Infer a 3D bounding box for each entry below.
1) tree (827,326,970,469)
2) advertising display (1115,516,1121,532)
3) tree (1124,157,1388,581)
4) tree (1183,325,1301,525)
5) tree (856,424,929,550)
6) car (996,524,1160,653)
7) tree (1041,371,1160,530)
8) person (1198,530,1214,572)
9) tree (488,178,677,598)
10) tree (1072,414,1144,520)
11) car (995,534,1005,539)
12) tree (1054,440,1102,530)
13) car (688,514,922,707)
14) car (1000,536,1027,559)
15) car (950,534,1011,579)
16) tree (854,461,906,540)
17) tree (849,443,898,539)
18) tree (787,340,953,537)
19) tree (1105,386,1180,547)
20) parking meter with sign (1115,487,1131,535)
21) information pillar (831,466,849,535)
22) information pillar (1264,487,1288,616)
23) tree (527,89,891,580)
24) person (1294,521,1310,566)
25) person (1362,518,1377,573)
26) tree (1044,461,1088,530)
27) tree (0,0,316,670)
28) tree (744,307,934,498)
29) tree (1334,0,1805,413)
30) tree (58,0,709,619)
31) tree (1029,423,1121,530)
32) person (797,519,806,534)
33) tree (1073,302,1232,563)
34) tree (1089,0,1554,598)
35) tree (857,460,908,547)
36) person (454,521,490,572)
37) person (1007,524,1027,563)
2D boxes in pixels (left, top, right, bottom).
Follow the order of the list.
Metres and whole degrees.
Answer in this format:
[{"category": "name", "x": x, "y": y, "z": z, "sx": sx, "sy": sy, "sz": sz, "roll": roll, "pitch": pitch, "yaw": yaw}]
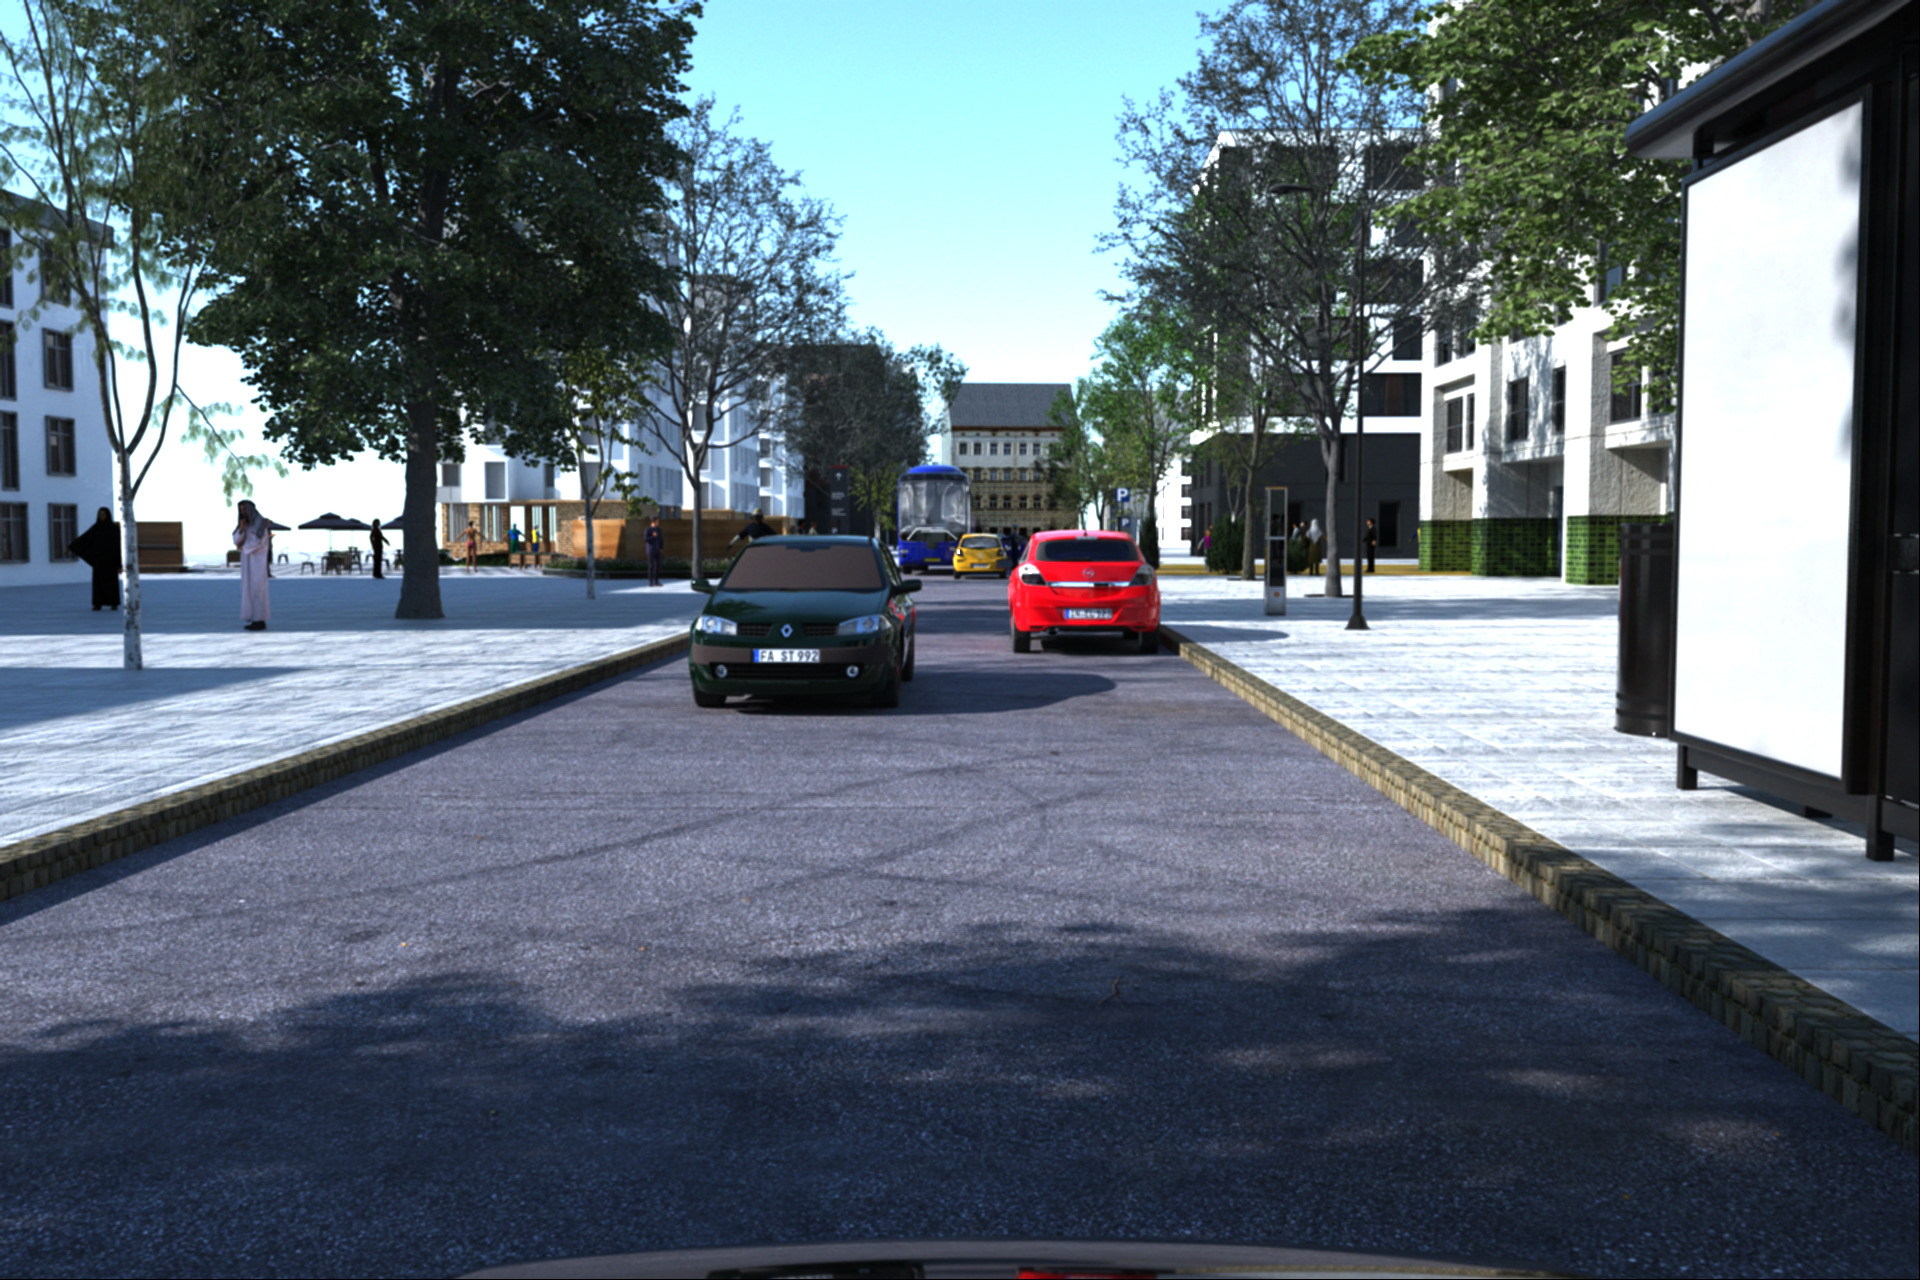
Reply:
[{"category": "tree", "x": -5.793, "y": -18.493, "z": 158.249, "sx": 12.611, "sy": 20.169, "sz": 13.585, "roll": 0, "pitch": 3, "yaw": 0}, {"category": "advertising display", "x": 5.613, "y": -3.447, "z": 61.579, "sx": 0.123, "sy": 1.923, "sz": 0.974, "roll": 0, "pitch": 4, "yaw": 2}, {"category": "tree", "x": 8.092, "y": -7.439, "z": 47.387, "sx": 9.928, "sy": 11.665, "sz": 9.643, "roll": 0, "pitch": 3, "yaw": 0}, {"category": "tree", "x": 9.576, "y": -6.735, "z": 60.475, "sx": 4.360, "sy": 8.622, "sz": 3.978, "roll": 0, "pitch": 3, "yaw": 0}, {"category": "tree", "x": -5.098, "y": -12.748, "z": 142.837, "sx": 7.601, "sy": 10.594, "sz": 8.767, "roll": -3, "pitch": 5, "yaw": -44}, {"category": "car", "x": 1.542, "y": -0.813, "z": 22.335, "sx": 2.155, "sy": 1.783, "sz": 4.494, "roll": 0, "pitch": 4, "yaw": 1}, {"category": "tree", "x": 8.973, "y": -11.326, "z": 110.938, "sx": 9.928, "sy": 11.665, "sz": 9.643, "roll": 0, "pitch": 3, "yaw": 0}, {"category": "person", "x": 8.357, "y": -2.979, "z": 57.974, "sx": 0.991, "sy": 1.433, "sz": 0.599, "roll": -2, "pitch": 4, "yaw": -30}, {"category": "tree", "x": -7.402, "y": -5.119, "z": 34.063, "sx": 4.737, "sy": 8.622, "sz": 4.395, "roll": 0, "pitch": 3, "yaw": 0}, {"category": "tree", "x": 8.912, "y": -8.871, "z": 95.409, "sx": 4.360, "sy": 8.622, "sz": 3.978, "roll": 0, "pitch": 3, "yaw": 0}, {"category": "car", "x": 3.503, "y": -9.057, "z": 159.874, "sx": 2.131, "sy": 1.459, "sz": 4.920, "roll": 0, "pitch": 4, "yaw": 0}, {"category": "tree", "x": 9.602, "y": -11.259, "z": 134.440, "sx": 4.737, "sy": 8.622, "sz": 4.395, "roll": 0, "pitch": 3, "yaw": 0}, {"category": "car", "x": -1.324, "y": -0.354, "z": 15.578, "sx": 2.009, "sy": 1.686, "sz": 4.222, "roll": 0, "pitch": 4, "yaw": 1}, {"category": "car", "x": 2.651, "y": -4.571, "z": 87.308, "sx": 1.945, "sy": 1.354, "sz": 3.894, "roll": 0, "pitch": 4, "yaw": 1}, {"category": "car", "x": 0.661, "y": -2.826, "z": 56.424, "sx": 2.015, "sy": 1.641, "sz": 3.980, "roll": 0, "pitch": 4, "yaw": 1}, {"category": "tree", "x": -5.640, "y": -10.665, "z": 124.738, "sx": 4.737, "sy": 8.622, "sz": 4.395, "roll": 0, "pitch": 3, "yaw": 0}, {"category": "tree", "x": -5.774, "y": -10.183, "z": 116.850, "sx": 4.737, "sy": 8.622, "sz": 4.395, "roll": 0, "pitch": 3, "yaw": 0}, {"category": "tree", "x": -5.572, "y": -12.105, "z": 108.282, "sx": 12.009, "sy": 13.543, "sz": 11.850, "roll": 0, "pitch": 3, "yaw": 0}, {"category": "tree", "x": 9.020, "y": -8.357, "z": 86.998, "sx": 4.737, "sy": 8.622, "sz": 4.395, "roll": 0, "pitch": 3, "yaw": 0}, {"category": "parking meter with sign", "x": 6.059, "y": -4.142, "z": 63.983, "sx": 0.543, "sy": 3.016, "sz": 1.738, "roll": 0, "pitch": 4, "yaw": 1}, {"category": "information pillar", "x": -4.559, "y": -4.667, "z": 65.682, "sx": 0.750, "sy": 3.857, "sz": 0.750, "roll": 0, "pitch": 4, "yaw": 1}, {"category": "information pillar", "x": 4.962, "y": -1.391, "z": 27.229, "sx": 0.304, "sy": 2.012, "sz": 0.304, "roll": 0, "pitch": 4, "yaw": 1}, {"category": "tree", "x": -7.482, "y": -8.464, "z": 48.763, "sx": 12.009, "sy": 13.543, "sz": 11.850, "roll": 0, "pitch": 3, "yaw": 0}, {"category": "person", "x": 13.415, "y": -3.724, "z": 67.112, "sx": 0.704, "sy": 1.802, "sz": 1.346, "roll": -3, "pitch": 4, "yaw": -38}, {"category": "person", "x": 13.614, "y": -3.139, "z": 57.510, "sx": 0.705, "sy": 1.806, "sz": 1.347, "roll": 0, "pitch": 4, "yaw": -5}, {"category": "tree", "x": 10.244, "y": -12.691, "z": 157.861, "sx": 4.360, "sy": 8.622, "sz": 3.978, "roll": 0, "pitch": 3, "yaw": 0}, {"category": "tree", "x": -7.828, "y": -4.037, "z": 16.360, "sx": 4.360, "sy": 8.622, "sz": 3.978, "roll": 0, "pitch": 3, "yaw": 0}, {"category": "tree", "x": -6.452, "y": -11.217, "z": 93.770, "sx": 12.009, "sy": 13.543, "sz": 11.850, "roll": 0, "pitch": 3, "yaw": 0}, {"category": "tree", "x": 7.360, "y": -6.009, "z": 16.381, "sx": 7.486, "sy": 12.596, "sz": 7.792, "roll": 0, "pitch": 3, "yaw": 0}, {"category": "tree", "x": -8.268, "y": -7.308, "z": 26.140, "sx": 9.857, "sy": 13.997, "sz": 8.962, "roll": 0, "pitch": 3, "yaw": 0}, {"category": "tree", "x": 10.188, "y": -12.890, "z": 145.158, "sx": 7.601, "sy": 10.594, "sz": 8.767, "roll": 3, "pitch": 5, "yaw": 43}, {"category": "person", "x": -5.661, "y": -3.440, "z": 62.393, "sx": 0.704, "sy": 1.843, "sz": 1.345, "roll": 1, "pitch": 4, "yaw": 12}, {"category": "tree", "x": 8.492, "y": -9.190, "z": 76.005, "sx": 9.928, "sy": 11.665, "sz": 9.643, "roll": 0, "pitch": 3, "yaw": 0}, {"category": "tree", "x": 7.518, "y": -7.620, "z": 34.960, "sx": 12.009, "sy": 13.543, "sz": 11.850, "roll": 0, "pitch": 3, "yaw": 0}, {"category": "tree", "x": -5.723, "y": -11.091, "z": 131.696, "sx": 4.737, "sy": 8.622, "sz": 4.395, "roll": 0, "pitch": 3, "yaw": 0}, {"category": "person", "x": -16.442, "y": -3.152, "z": 58.345, "sx": 1.217, "sy": 1.733, "sz": 0.721, "roll": 0, "pitch": 4, "yaw": -2}, {"category": "person", "x": 2.227, "y": -3.737, "z": 69.412, "sx": 0.705, "sy": 1.847, "sz": 1.347, "roll": -2, "pitch": 4, "yaw": -32}]
